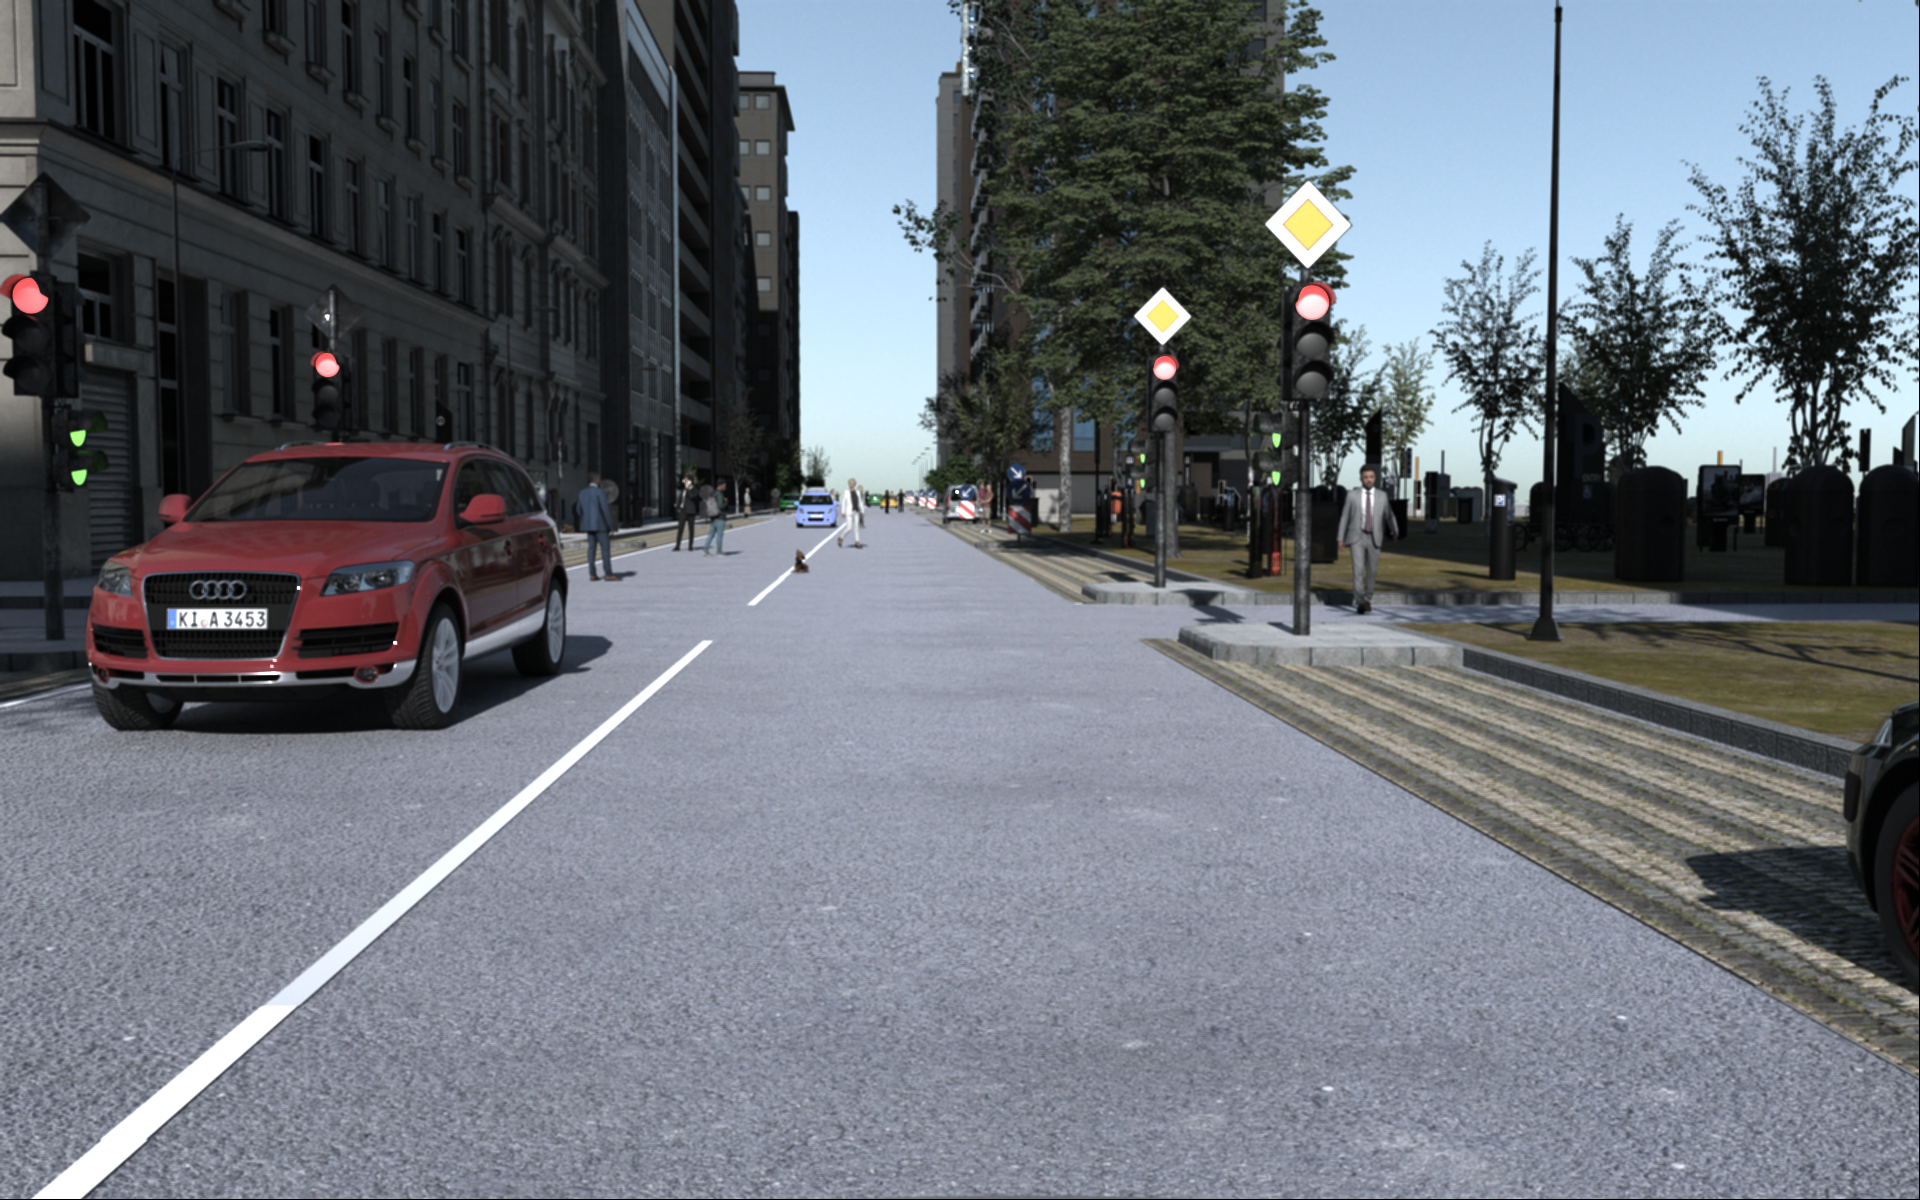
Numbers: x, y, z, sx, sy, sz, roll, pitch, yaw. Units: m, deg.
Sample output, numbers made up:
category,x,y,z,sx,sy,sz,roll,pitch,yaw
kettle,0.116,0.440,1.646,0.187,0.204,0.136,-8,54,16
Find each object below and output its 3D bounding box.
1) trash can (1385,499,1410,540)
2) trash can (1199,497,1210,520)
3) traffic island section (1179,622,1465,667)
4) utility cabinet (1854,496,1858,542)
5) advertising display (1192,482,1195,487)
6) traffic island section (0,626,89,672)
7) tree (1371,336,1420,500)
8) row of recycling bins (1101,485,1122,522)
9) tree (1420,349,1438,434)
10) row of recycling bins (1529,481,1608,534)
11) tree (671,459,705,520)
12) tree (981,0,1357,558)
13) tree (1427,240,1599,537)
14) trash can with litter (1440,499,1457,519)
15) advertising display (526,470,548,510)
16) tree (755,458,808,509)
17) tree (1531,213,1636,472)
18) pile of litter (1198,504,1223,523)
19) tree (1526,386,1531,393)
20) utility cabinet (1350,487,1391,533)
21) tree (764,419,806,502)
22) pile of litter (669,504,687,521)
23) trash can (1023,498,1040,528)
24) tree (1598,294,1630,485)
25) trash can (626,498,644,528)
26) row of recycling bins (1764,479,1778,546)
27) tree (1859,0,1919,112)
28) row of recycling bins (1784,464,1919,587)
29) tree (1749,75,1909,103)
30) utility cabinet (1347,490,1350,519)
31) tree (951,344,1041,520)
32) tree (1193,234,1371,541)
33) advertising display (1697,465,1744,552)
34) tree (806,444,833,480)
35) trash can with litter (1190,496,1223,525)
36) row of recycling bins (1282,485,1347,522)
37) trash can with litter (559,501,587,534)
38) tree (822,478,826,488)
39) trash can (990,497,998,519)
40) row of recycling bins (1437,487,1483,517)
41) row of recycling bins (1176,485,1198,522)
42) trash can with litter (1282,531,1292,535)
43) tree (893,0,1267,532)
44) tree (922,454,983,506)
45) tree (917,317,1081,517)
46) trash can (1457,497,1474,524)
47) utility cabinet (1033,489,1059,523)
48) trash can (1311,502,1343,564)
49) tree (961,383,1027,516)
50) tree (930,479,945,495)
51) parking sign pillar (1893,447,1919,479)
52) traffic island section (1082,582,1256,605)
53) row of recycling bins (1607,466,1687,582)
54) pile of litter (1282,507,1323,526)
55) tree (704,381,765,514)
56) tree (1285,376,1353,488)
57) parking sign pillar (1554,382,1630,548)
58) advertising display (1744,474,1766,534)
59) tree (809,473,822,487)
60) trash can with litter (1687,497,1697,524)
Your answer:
category,x,y,z,sx,sy,sz,roll,pitch,yaw
trash can,12.349,-2.286,49.025,0.748,1.137,0.748,0,3,0
trash can,12.203,-4.540,85.884,0.748,1.137,0.748,0,3,0
traffic island section,3.134,0.397,15.783,2.009,0.180,2.903,0,4,-3
utility cabinet,24.299,-2.124,45.895,1.020,1.237,0.306,2,4,35
advertising display,12.692,-5.452,94.349,0.123,1.923,0.974,0,4,5
traffic island section,-7.996,0.428,15.277,2.009,0.180,2.903,0,4,-3
tree,16.195,-7.546,73.736,4.737,8.622,4.395,0,3,0
row of recycling bins,6.985,-4.462,80.068,1.069,1.692,3.534,1,4,9
tree,20.561,-8.022,81.519,4.737,8.622,4.395,0,3,0
row of recycling bins,20.135,-3.040,56.817,1.069,1.692,3.534,-2,4,-27
tree,-13.478,-5.658,87.110,1.663,3.219,1.824,0,3,0
tree,4.100,-7.108,34.350,7.486,12.596,7.792,0,3,0
tree,15.891,-6.166,51.170,4.360,8.622,3.978,0,3,0
trash can with litter,25.458,-4.821,89.887,2.233,1.210,1.678,2,4,30
advertising display,-11.375,-2.526,46.513,0.123,1.923,0.974,1,4,18
tree,-16.675,-10.438,154.380,4.285,4.588,4.351,0,3,0
tree,18.086,-5.858,46.137,4.737,8.622,4.395,0,3,0
pile of litter,11.390,-3.855,76.997,1.719,0.858,1.176,0,4,-4
tree,25.922,-7.443,72.062,4.737,8.622,4.395,0,3,0
utility cabinet,13.473,-2.937,56.694,1.173,1.500,0.318,0,4,4
tree,-17.364,-13.359,168.786,4.737,8.622,4.395,0,3,0
pile of litter,-13.177,-4.158,81.954,1.176,0.858,1.719,-1,4,-12
trash can,2.712,-3.360,66.586,0.748,1.137,0.748,0,3,0
tree,23.839,-6.809,61.692,4.360,8.622,3.978,0,3,0
trash can,-12.341,-3.302,65.641,0.748,1.137,0.748,0,3,0
row of recycling bins,20.098,-2.095,41.366,1.069,1.692,3.534,1,4,12
tree,6.539,-3.636,9.810,4.737,8.622,4.395,0,3,0
row of recycling bins,13.451,-1.041,24.128,3.534,1.692,1.069,1,4,11
tree,14.645,-4.856,29.763,4.360,8.622,3.978,0,3,0
utility cabinet,19.481,-4.878,88.426,1.173,1.500,0.318,-2,4,-35
tree,1.962,-8.176,84.048,4.737,8.622,4.395,0,3,0
tree,8.142,-5.905,46.905,4.737,8.622,4.395,0,3,0
advertising display,16.846,-2.033,38.446,0.974,1.923,0.123,-1,4,-12
tree,-21.270,-18.784,257.476,4.360,8.622,3.978,0,3,0
trash can with litter,10.697,-3.797,73.139,1.678,1.210,2.233,-1,4,-14
row of recycling bins,16.119,-4.424,79.449,3.534,1.692,1.069,3,4,39
trash can with litter,-12.527,-2.764,56.575,0.624,1.170,1.055,3,4,38
tree,-20.815,-16.182,248.295,4.285,4.588,4.351,0,3,0
trash can,1.638,-4.758,89.441,0.748,1.137,0.748,0,3,0
row of recycling bins,28.370,-5.558,97.985,3.534,1.692,1.069,-3,4,-36
row of recycling bins,10.376,-4.605,82.399,1.069,1.692,3.534,-1,4,-11
trash can with litter,9.809,-2.633,54.107,1.678,1.210,2.233,1,4,14
tree,4.105,-12.450,59.443,12.611,20.169,13.585,0,3,0
tree,0.039,-8.784,127.325,4.285,4.588,4.351,0,3,0
tree,1.914,-9.640,92.032,8.767,10.594,7.601,-1,4,-13
trash can,21.890,-3.877,75.035,0.748,1.137,0.748,0,3,0
utility cabinet,3.786,-4.153,76.574,1.173,1.500,0.318,-2,4,-26
trash can,6.677,-1.243,31.984,0.748,1.137,0.748,0,3,0
tree,2.056,-9.325,102.829,4.360,8.622,3.978,0,3,0
tree,-2.092,-11.681,185.585,1.663,3.219,1.824,0,3,0
parking sign pillar,53.634,-6.713,98.223,1.447,3.967,1.447,0,4,4
traffic island section,2.767,-0.090,23.759,2.009,0.180,2.903,0,4,-3
row of recycling bins,10.657,-1.200,26.740,1.069,1.692,3.534,1,4,22
pile of litter,13.901,-3.441,70.223,1.176,0.858,1.719,-2,4,-31
tree,-14.447,-9.883,111.947,4.360,8.622,3.978,0,3,0
tree,19.862,-8.877,95.505,4.360,8.622,3.978,0,3,0
parking sign pillar,15.046,-3.272,41.968,1.447,3.967,1.447,-2,4,-33
advertising display,25.604,-3.113,56.109,0.123,1.923,0.974,-2,4,-30
tree,-17.984,-12.377,186.076,4.285,4.588,4.351,0,3,0
trash can with litter,31.205,-3.822,73.871,0.624,1.170,1.055,3,5,39
